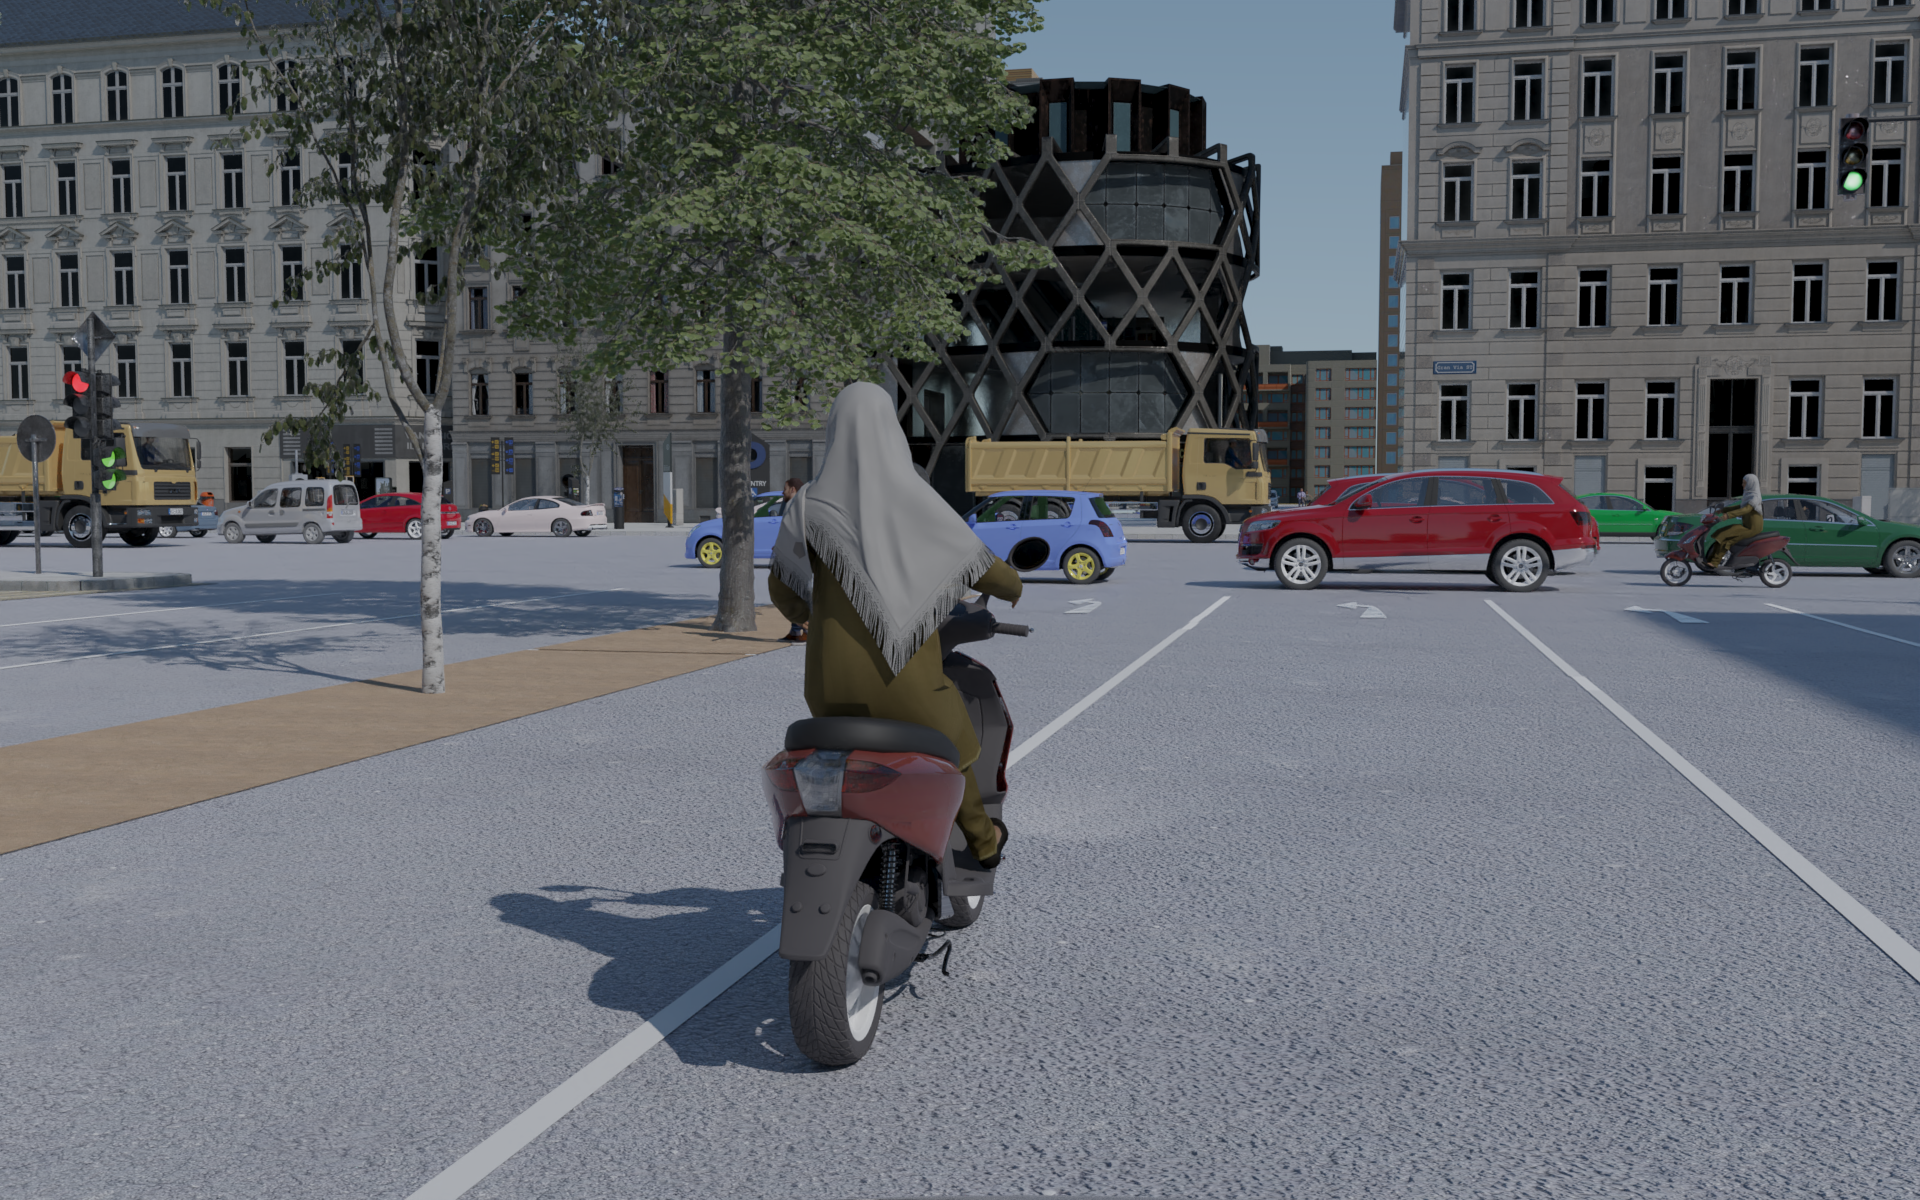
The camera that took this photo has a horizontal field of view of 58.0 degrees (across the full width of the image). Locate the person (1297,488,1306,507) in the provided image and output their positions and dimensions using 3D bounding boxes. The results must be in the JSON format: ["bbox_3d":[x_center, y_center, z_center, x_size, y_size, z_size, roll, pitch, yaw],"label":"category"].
[{"bbox_3d":[24.024,-6.944,121.895,0.709,1.838,0.599,0,4,7],"label":"person"}]

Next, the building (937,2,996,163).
[{"bbox_3d":[-8.379,-44.313,162.771,20.611,71.187,20.563,1,4,13],"label":"building"}]

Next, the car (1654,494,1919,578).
[{"bbox_3d":[14.930,-1.153,30.646,4.920,1.459,2.131,1,4,14],"label":"car"}]

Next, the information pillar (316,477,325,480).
[{"bbox_3d":[-28.344,-4.422,76.797,0.304,2.012,0.304,-3,4,-36],"label":"information pillar"}]

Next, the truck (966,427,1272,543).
[{"bbox_3d":[5.185,-3.415,51.751,9.791,3.379,3.469,1,4,12],"label":"truck"}]

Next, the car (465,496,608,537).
[{"bbox_3d":[-14.290,-2.809,58.294,4.827,1.381,2.083,1,4,12],"label":"car"}]

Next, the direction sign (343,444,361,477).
[{"bbox_3d":[-27.394,-5.266,78.102,0.876,3.537,0.379,1,4,15],"label":"direction sign"}]

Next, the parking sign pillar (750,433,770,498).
[{"bbox_3d":[-7.651,-4.606,63.781,1.447,3.967,1.447,0,4,-6],"label":"parking sign pillar"}]

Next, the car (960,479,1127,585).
[{"bbox_3d":[0.873,-1.152,28.419,3.694,1.707,1.945,1,4,14],"label":"car"}]

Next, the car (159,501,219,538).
[{"bbox_3d":[-26.713,-2.758,57.103,4.499,1.417,2.014,1,4,13],"label":"car"}]

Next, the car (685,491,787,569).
[{"bbox_3d":[-3.528,-1.481,33.804,3.694,1.707,1.945,1,4,13],"label":"car"}]

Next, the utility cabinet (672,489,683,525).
[{"bbox_3d":[-11.619,-3.809,70.962,0.318,1.500,1.173,-1,4,-21],"label":"utility cabinet"}]

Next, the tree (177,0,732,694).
[{"bbox_3d":[-3.737,-3.643,12.388,4.360,8.622,3.978,0,3,0],"label":"tree"}]

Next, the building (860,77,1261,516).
[{"bbox_3d":[5.257,-12.954,79.257,16.811,18.784,16.820,1,4,13],"label":"building"}]

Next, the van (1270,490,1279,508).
[{"bbox_3d":[31.162,-10.236,174.363,2.013,2.044,4.112,1,4,12],"label":"van"}]

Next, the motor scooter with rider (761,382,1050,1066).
[{"bbox_3d":[-0.139,0.244,4.977,0.876,1.779,1.986,1,4,12],"label":"motor scooter with rider"}]

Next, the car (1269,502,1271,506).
[{"bbox_3d":[25.259,-8.199,146.053,2.014,1.417,4.499,1,4,13],"label":"car"}]

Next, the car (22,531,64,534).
[{"bbox_3d":[-33.401,-3.329,63.227,4.718,1.807,1.959,1,4,12],"label":"car"}]

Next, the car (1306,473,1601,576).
[{"bbox_3d":[8.883,-1.403,31.617,5.304,1.827,2.281,1,4,15],"label":"car"}]

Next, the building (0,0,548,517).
[{"bbox_3d":[-42.819,-19.227,90.781,44.131,29.872,17.030,1,4,13],"label":"building"}]

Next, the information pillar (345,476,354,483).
[{"bbox_3d":[-24.752,-4.021,70.243,0.304,2.012,0.304,-2,4,-31],"label":"information pillar"}]

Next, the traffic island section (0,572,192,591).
[{"bbox_3d":[-13.358,-0.277,26.815,2.009,0.180,2.903,1,4,13],"label":"traffic island section"}]

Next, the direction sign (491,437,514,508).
[{"bbox_3d":[-18.209,-4.707,68.957,0.876,3.537,0.379,-1,4,-12],"label":"direction sign"}]

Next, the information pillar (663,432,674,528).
[{"bbox_3d":[-11.127,-4.565,65.987,0.183,3.616,0.504,-3,5,-43],"label":"information pillar"}]

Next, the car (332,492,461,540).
[{"bbox_3d":[-18.172,-2.824,55.207,4.494,1.783,2.155,1,4,14],"label":"car"}]

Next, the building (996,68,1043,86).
[{"bbox_3d":[-0.119,-43.032,245.566,28.212,58.520,21.231,1,4,13],"label":"building"}]

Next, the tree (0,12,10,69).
[{"bbox_3d":[-5.958,-5.825,5.127,7.806,13.903,7.818,0,3,0],"label":"tree"}]

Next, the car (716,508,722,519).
[{"bbox_3d":[-3.162,-1.630,39.017,4.827,1.381,2.083,1,4,14],"label":"car"}]

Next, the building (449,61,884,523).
[{"bbox_3d":[-13.218,-14.134,80.248,18.267,20.994,9.793,1,4,13],"label":"building"}]

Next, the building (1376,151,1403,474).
[{"bbox_3d":[62.445,-35.351,228.101,14.200,45.320,14.600,1,4,13],"label":"building"}]

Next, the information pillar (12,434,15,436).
[{"bbox_3d":[-36.619,-4.613,66.781,0.504,3.616,0.183,-1,4,-16],"label":"information pillar"}]

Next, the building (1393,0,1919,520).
[{"bbox_3d":[30.509,-16.704,70.372,25.104,27.353,12.463,1,4,13],"label":"building"}]

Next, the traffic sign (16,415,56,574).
[{"bbox_3d":[-14.836,-1.694,27.809,0.768,2.556,0.104,1,4,16],"label":"traffic sign"}]

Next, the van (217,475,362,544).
[{"bbox_3d":[-19.557,-2.654,50.403,4.112,2.044,2.013,1,4,15],"label":"van"}]

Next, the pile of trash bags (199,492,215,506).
[{"bbox_3d":[-31.542,-3.702,70.281,1.912,1.369,3.447,1,4,16],"label":"pile of trash bags"}]

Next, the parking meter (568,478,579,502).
[{"bbox_3d":[-13.642,-3.395,61.221,0.255,1.863,0.399,-3,4,-37],"label":"parking meter"}]

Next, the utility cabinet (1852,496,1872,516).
[{"bbox_3d":[29.170,-2.746,56.056,0.306,1.237,1.020,3,5,43],"label":"utility cabinet"}]

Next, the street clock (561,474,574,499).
[{"bbox_3d":[-14.003,-3.506,61.900,0.471,2.002,0.358,-2,4,-23],"label":"street clock"}]

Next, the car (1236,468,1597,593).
[{"bbox_3d":[6.886,-1.084,26.389,5.304,1.827,2.281,1,4,12],"label":"car"}]

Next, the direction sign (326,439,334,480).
[{"bbox_3d":[-25.946,-4.855,71.369,0.379,3.537,0.876,0,4,-2],"label":"direction sign"}]

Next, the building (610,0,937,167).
[{"bbox_3d":[-14.633,-31.339,136.091,21.300,48.544,21.600,1,4,13],"label":"building"}]

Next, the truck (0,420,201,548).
[{"bbox_3d":[-25.018,-3.139,47.253,9.791,3.379,3.469,1,4,12],"label":"truck"}]

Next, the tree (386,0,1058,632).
[{"bbox_3d":[-2.342,-5.965,18.116,7.486,12.596,7.792,0,3,0],"label":"tree"}]

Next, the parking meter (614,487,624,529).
[{"bbox_3d":[-12.470,-3.359,63.325,0.372,1.533,0.369,0,3,0],"label":"parking meter"}]

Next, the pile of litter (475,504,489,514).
[{"bbox_3d":[-20.580,-3.754,75.335,1.719,0.858,1.176,-2,4,-24],"label":"pile of litter"}]

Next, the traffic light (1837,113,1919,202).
[{"bbox_3d":[12.834,-2.802,20.476,4.771,5.953,1.251,1,4,13],"label":"traffic light"}]

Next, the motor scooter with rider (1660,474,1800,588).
[{"bbox_3d":[11.831,-1.079,26.612,1.986,1.779,0.876,1,4,15],"label":"motor scooter with rider"}]

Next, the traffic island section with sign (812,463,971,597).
[{"bbox_3d":[-0.894,-0.980,24.164,2.006,1.907,1.989,1,4,13],"label":"traffic island section with sign"}]

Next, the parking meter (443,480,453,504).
[{"bbox_3d":[-21.353,-4.067,72.214,0.399,1.863,0.255,-1,4,-11],"label":"parking meter"}]

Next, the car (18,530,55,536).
[{"bbox_3d":[-32.656,-2.824,58.538,4.827,1.381,2.083,1,4,12],"label":"car"}]

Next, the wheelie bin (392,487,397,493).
[{"bbox_3d":[-23.744,-3.927,72.115,0.980,1.594,0.693,-1,4,-23],"label":"wheelie bin"}]

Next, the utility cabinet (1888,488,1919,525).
[{"bbox_3d":[33.353,-3.199,60.982,1.173,1.500,0.318,1,4,21],"label":"utility cabinet"}]

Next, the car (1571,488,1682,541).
[{"bbox_3d":[19.061,-2.544,50.398,4.718,1.807,1.959,1,4,13],"label":"car"}]

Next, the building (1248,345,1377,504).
[{"bbox_3d":[42.681,-24.143,239.779,28.899,21.520,27.650,1,4,13],"label":"building"}]

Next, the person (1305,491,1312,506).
[{"bbox_3d":[29.612,-8.486,147.963,1.217,1.735,0.721,1,4,20],"label":"person"}]

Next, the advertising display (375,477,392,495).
[{"bbox_3d":[-22.340,-3.791,67.194,0.974,1.923,0.123,3,5,39],"label":"advertising display"}]

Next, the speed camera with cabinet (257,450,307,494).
[{"bbox_3d":[-30.202,-5.068,77.204,2.038,3.252,0.660,-3,4,-37],"label":"speed camera with cabinet"}]

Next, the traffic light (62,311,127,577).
[{"bbox_3d":[-13.322,-2.309,26.671,0.839,4.253,0.868,1,4,13],"label":"traffic light"}]

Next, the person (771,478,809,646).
[{"bbox_3d":[-1.603,-0.370,16.505,0.435,1.587,0.963,-1,4,-12],"label":"person"}]
